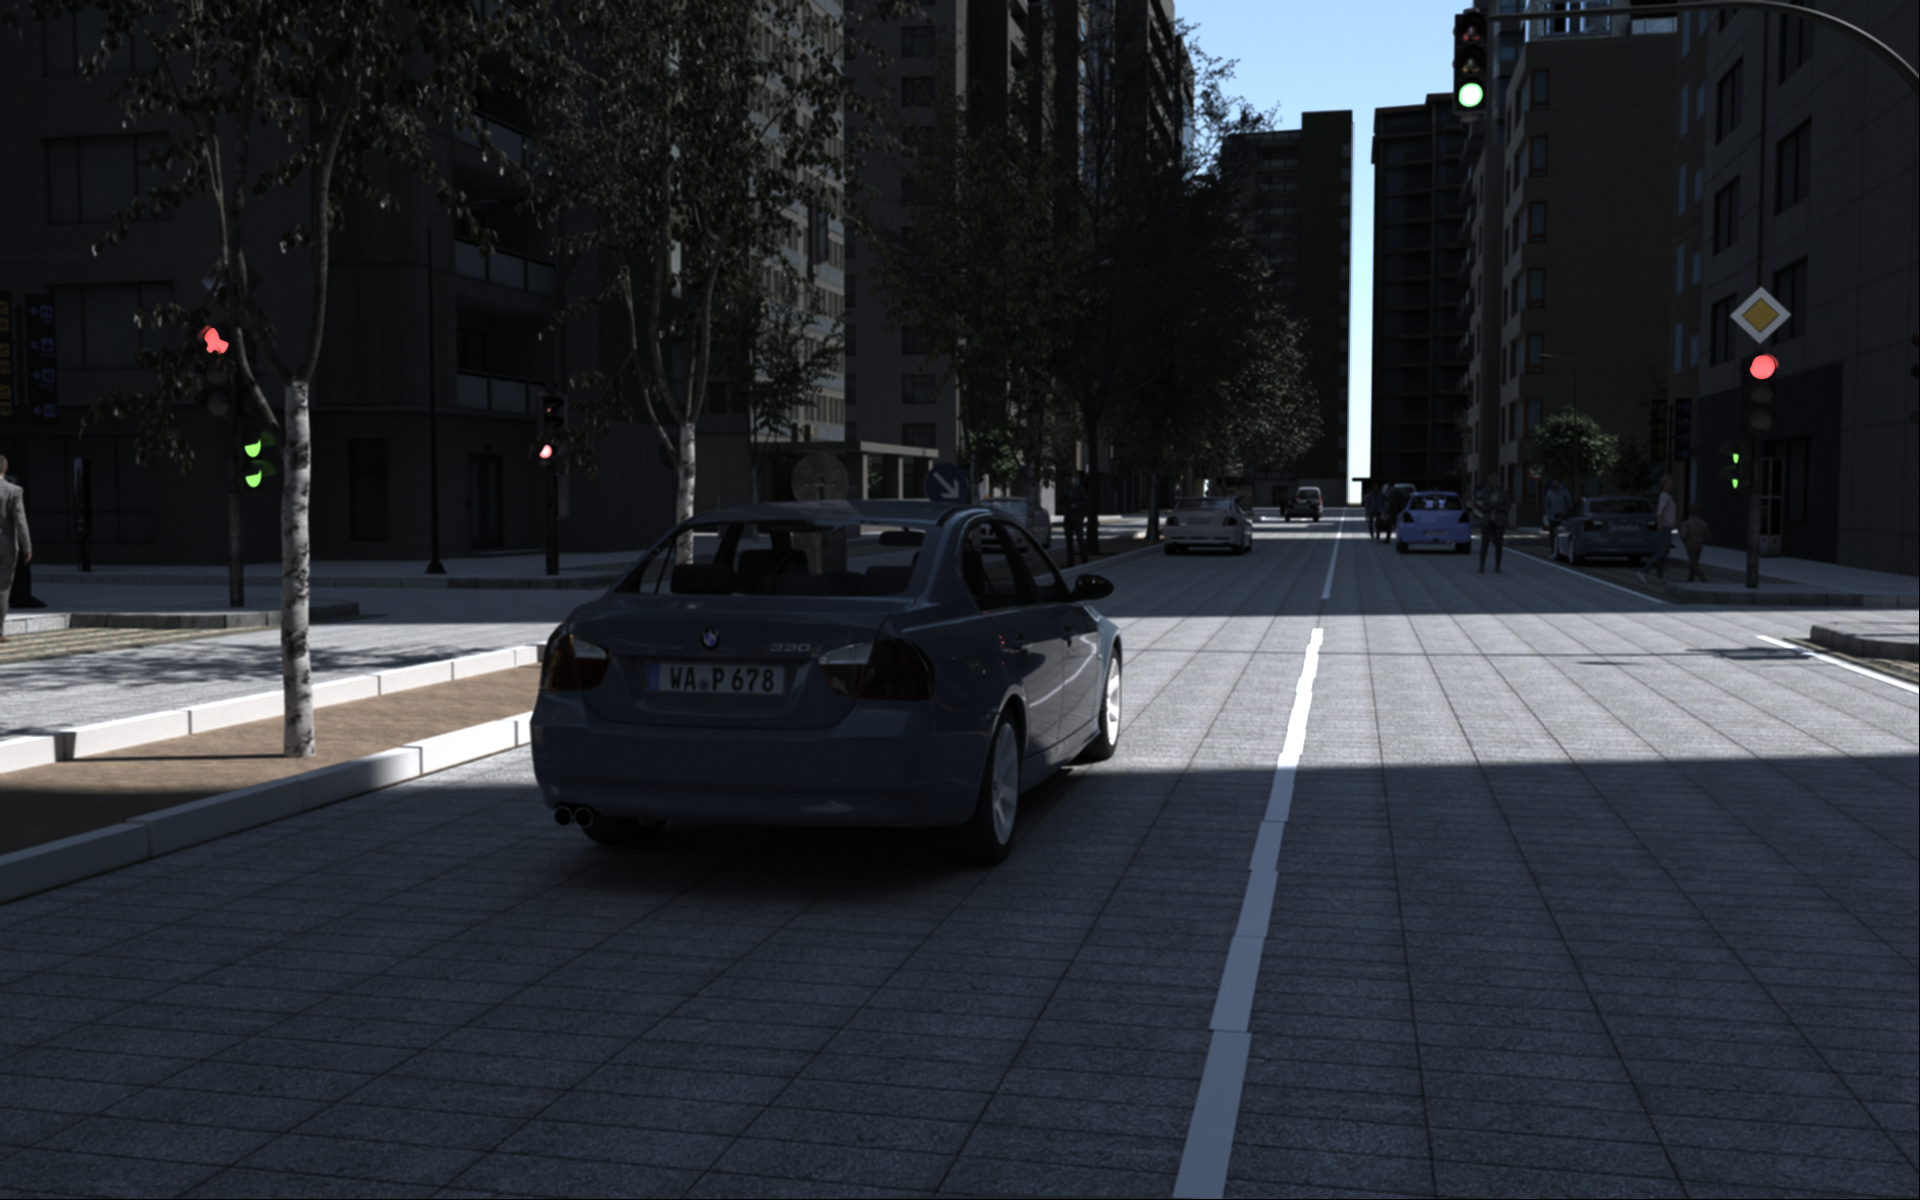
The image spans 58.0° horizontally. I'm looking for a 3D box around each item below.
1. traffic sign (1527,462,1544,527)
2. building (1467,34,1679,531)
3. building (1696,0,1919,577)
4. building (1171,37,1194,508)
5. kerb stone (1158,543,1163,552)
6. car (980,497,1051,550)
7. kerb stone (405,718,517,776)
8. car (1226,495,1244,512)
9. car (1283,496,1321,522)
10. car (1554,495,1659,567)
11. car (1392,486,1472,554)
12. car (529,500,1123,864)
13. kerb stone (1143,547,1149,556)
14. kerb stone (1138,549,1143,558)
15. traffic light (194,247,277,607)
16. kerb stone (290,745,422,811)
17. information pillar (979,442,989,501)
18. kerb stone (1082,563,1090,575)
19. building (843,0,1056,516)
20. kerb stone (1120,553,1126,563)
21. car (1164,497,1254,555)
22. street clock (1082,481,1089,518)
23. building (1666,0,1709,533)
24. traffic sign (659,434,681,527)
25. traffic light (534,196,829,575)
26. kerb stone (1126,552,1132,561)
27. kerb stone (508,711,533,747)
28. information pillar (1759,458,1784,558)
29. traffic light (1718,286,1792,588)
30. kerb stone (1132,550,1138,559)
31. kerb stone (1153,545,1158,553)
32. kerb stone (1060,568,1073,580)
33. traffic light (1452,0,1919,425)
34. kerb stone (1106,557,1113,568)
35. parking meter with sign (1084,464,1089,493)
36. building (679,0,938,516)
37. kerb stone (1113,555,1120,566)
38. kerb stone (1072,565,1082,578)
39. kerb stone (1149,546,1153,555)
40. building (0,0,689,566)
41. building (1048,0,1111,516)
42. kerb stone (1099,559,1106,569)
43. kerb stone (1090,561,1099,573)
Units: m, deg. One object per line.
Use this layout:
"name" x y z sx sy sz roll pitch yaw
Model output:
"traffic sign" 22.231 -4.076 66.749 0.768 2.556 0.104 1 4 21
"building" 38.228 -14.224 77.601 27.650 21.520 28.899 1 4 13
"building" 26.617 -36.208 30.257 20.611 71.187 20.563 1 4 13
"building" 14.922 -31.715 168.645 14.200 45.320 14.600 1 4 13
"kerb stone" 4.838 -1.263 42.852 0.120 0.150 1.000 1 4 13
"car" 1.148 -1.910 43.589 2.083 1.381 4.827 1 4 12
"kerb stone" -2.682 0.788 9.305 0.120 0.150 1.000 1 4 13
"car" 20.229 -7.146 129.422 1.945 1.354 3.894 1 4 14
"car" 17.818 -4.754 90.307 1.945 1.354 3.894 1 4 11
"car" 13.235 -1.428 35.357 2.014 1.417 4.499 1 4 13
"car" 11.645 -2.024 42.686 1.945 1.707 3.694 1 4 12
"car" -0.352 0.237 8.135 2.014 1.417 4.499 1 4 14
"kerb stone" 4.169 -1.080 39.852 0.120 0.150 1.000 1 4 13
"kerb stone" 3.935 -1.019 38.857 0.120 0.150 1.000 1 4 13
"traffic light" -8.198 -1.874 19.557 0.839 4.253 0.868 1 4 13
"kerb stone" -2.906 0.856 8.302 0.120 0.150 1.000 1 4 13
"information pillar" 0.988 -4.962 72.484 0.183 3.616 0.504 -3 5 -44
"kerb stone" 2.145 -0.529 30.848 0.120 0.150 1.000 1 4 13
"building" -2.751 -19.840 96.081 14.160 30.474 14.107 1 4 13
"kerb stone" 3.271 -0.835 35.846 0.120 0.150 1.000 1 4 13
"car" 6.055 -1.816 42.053 2.083 1.381 4.827 1 4 13
"street clock" 6.915 -5.509 94.645 0.471 2.002 0.358 -2 4 -31
"building" 28.619 -24.326 47.837 14.600 45.320 14.200 1 4 13
"traffic sign" -6.079 -2.251 36.917 0.768 2.556 0.104 1 4 16
"traffic light" -4.391 -3.196 26.927 4.771 5.953 1.251 1 4 13
"kerb stone" 3.487 -0.896 36.851 0.120 0.150 1.000 1 4 13
"kerb stone" -2.451 0.727 10.303 0.120 0.150 1.000 1 4 13
"information pillar" 16.390 -1.865 34.992 0.304 2.012 0.304 -1 4 -11
"traffic light" 10.787 -2.116 23.517 0.839 4.253 0.868 1 4 13
"kerb stone" 3.718 -0.958 37.858 0.120 0.150 1.000 1 4 13
"kerb stone" 4.612 -1.199 41.848 0.120 0.150 1.000 1 4 13
"kerb stone" 1.697 -0.407 28.844 0.120 0.150 1.000 1 4 13
"traffic light" 6.980 -2.530 16.041 4.771 5.953 1.251 1 4 13
"kerb stone" 2.823 -0.710 33.843 0.120 0.150 1.000 1 4 13
"parking meter with sign" 7.521 -6.307 99.375 0.543 3.016 1.738 0 4 -4
"building" -17.760 -22.781 64.350 32.217 40.220 23.993 1 4 13
"kerb stone" 3.045 -0.773 34.841 0.120 0.150 1.000 1 4 13
"kerb stone" 1.923 -0.468 29.846 0.120 0.150 1.000 1 4 13
"kerb stone" 4.386 -1.136 40.852 0.120 0.150 1.000 1 4 13
"building" -14.939 -21.556 36.034 14.154 41.232 14.086 1 4 13
"building" 1.677 -28.083 109.275 14.600 45.320 14.200 1 4 13
"kerb stone" 2.592 -0.651 32.844 0.120 0.150 1.000 1 4 13
"kerb stone" 2.372 -0.590 31.845 0.120 0.150 1.000 1 4 13
